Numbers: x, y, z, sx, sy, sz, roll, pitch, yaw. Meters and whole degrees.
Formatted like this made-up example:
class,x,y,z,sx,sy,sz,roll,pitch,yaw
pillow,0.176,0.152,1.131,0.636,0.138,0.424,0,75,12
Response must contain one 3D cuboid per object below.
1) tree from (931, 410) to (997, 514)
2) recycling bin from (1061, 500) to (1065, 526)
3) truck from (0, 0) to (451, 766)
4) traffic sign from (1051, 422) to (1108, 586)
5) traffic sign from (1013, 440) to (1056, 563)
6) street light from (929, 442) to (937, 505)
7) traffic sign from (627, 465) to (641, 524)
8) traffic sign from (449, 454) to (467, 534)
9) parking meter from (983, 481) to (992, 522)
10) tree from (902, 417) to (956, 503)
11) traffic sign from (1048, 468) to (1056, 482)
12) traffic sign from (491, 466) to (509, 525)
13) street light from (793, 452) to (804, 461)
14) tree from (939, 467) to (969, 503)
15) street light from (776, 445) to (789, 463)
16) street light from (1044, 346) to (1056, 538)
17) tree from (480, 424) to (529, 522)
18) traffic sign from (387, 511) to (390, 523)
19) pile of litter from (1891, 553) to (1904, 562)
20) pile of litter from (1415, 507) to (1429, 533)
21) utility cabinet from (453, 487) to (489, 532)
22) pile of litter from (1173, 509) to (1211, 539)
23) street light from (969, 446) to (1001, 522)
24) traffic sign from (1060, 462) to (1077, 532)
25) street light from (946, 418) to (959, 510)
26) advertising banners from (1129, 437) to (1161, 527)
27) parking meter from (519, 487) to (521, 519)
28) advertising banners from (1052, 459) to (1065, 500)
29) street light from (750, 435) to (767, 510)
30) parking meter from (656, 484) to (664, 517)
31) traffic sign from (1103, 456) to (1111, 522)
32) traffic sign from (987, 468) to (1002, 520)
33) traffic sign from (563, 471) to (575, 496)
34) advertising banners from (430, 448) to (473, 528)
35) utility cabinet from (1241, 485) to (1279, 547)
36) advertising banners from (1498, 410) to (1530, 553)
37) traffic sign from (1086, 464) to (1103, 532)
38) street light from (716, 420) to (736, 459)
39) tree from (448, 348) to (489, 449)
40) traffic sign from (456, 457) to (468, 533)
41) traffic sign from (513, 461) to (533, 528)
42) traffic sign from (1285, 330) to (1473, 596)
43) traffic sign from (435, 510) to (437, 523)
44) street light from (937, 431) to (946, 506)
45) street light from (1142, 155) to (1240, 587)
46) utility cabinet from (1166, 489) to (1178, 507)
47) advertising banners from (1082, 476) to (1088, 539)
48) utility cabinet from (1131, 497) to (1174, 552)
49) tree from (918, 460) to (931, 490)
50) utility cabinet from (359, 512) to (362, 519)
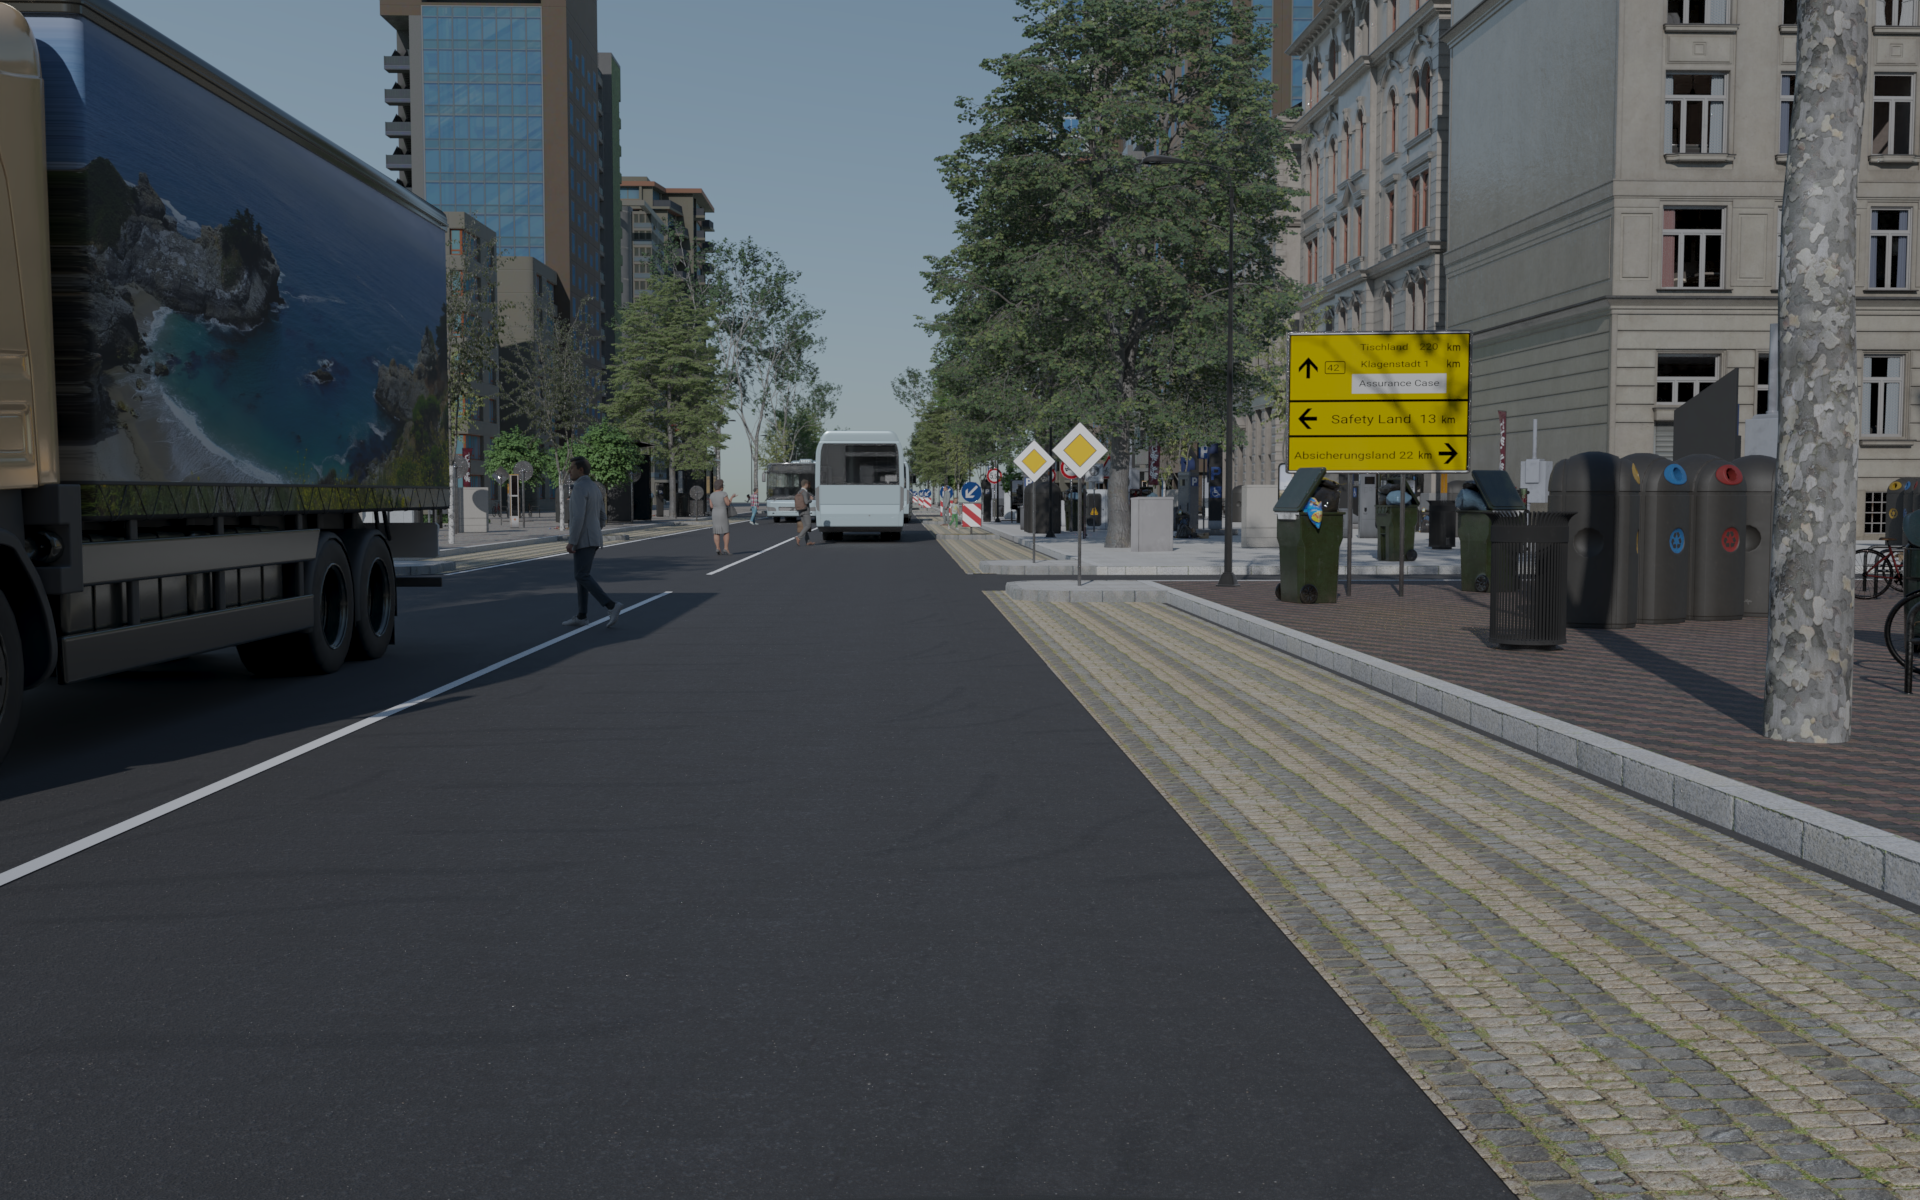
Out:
class,x,y,z,sx,sy,sz,roll,pitch,yaw
tree,1.216,-9.762,109.971,4.360,8.622,3.978,0,3,0
recycling bin,4.250,-3.448,68.926,0.722,1.027,0.722,-1,4,-21
truck,-6.060,-1.390,11.634,2.839,4.237,11.283,0,4,-2
traffic sign,1.666,-1.254,24.149,0.795,2.450,0.064,0,4,-2
traffic sign,1.372,-1.742,32.129,0.795,2.450,0.064,0,4,-2
street light,-1.797,-11.213,155.871,1.470,5.913,1.316,0,4,-2
traffic sign,-14.077,-4.541,74.350,0.768,2.556,0.104,0,4,1
traffic sign,-16.157,-3.383,55.421,0.768,2.556,0.104,0,4,0
parking meter,1.266,-4.499,79.263,0.399,1.863,0.255,0,4,3
tree,-4.469,-20.335,249.485,9.611,12.733,9.660,0,3,0
traffic sign,4.181,-5.023,82.236,0.768,2.556,0.104,0,4,-1
traffic sign,-18.751,-4.255,70.749,0.795,2.450,0.064,0,4,5
street light,-17.871,-13.396,191.563,1.470,5.913,1.316,0,4,-2
tree,-0.526,-11.579,173.031,4.285,4.588,4.351,0,3,0
street light,-16.738,-11.647,162.961,1.470,5.913,1.316,0,4,-2
street light,2.130,-4.794,50.923,1.470,5.913,1.316,0,4,-2
tree,-20.692,-5.952,81.033,4.285,4.588,4.351,0,3,0
traffic sign,-10.465,-1.717,31.714,0.795,2.450,0.064,0,4,-2
pile of litter,18.315,-1.159,32.909,1.719,0.858,1.176,-1,4,-21
pile of litter,15.755,-2.675,57.695,1.176,0.858,1.719,1,4,17
utility cabinet,-16.277,-2.985,57.479,1.173,1.500,0.318,-2,4,-28
pile of litter,6.689,-2.221,50.285,1.176,0.858,1.719,0,4,8
street light,1.165,-6.459,78.147,1.470,5.913,1.316,0,4,-2
traffic sign,3.775,-3.581,58.655,0.768,2.556,0.104,0,4,5
street light,0.066,-8.181,106.297,1.470,5.913,1.316,0,4,-2
advertising banners,5.385,-3.487,53.203,0.090,3.025,2.074,-3,5,-44
parking meter,-23.265,-5.206,90.824,0.399,1.863,0.255,-3,4,-36
advertising banners,4.904,-5.521,86.454,0.090,3.025,2.074,1,4,23
street light,-15.783,-9.981,135.737,1.470,5.913,1.316,0,4,-2
parking meter,-16.866,-5.599,97.255,0.399,1.863,0.255,-2,4,-32
traffic sign,5.035,-3.582,58.567,0.884,2.594,0.081,0,4,-1
traffic sign,1.687,-5.170,84.630,0.768,2.556,0.104,0,4,5
traffic sign,-17.013,-4.488,75.516,0.606,2.300,0.079,0,4,1
advertising banners,-19.047,-4.207,64.968,0.090,3.025,2.074,2,4,33
utility cabinet,7.313,-1.996,41.313,1.173,1.500,0.318,-1,4,-14
advertising banners,11.798,-2.494,36.969,0.090,3.025,2.074,3,4,36
traffic sign,4.522,-3.441,58.382,0.606,2.300,0.079,0,4,-2
street light,-14.666,-8.291,108.097,1.470,5.913,1.316,0,4,-2
tree,-25.183,-8.197,84.387,4.737,8.622,4.395,0,3,0
traffic sign,-16.514,-3.471,56.851,0.768,2.556,0.104,0,4,1
traffic sign,-16.701,-4.045,66.242,0.768,2.556,0.104,0,4,1
traffic sign,5.217,-1.700,21.666,2.265,3.308,0.079,0,4,7
traffic sign,-15.436,-3.118,50.979,0.884,2.594,0.081,0,4,1
street light,-0.750,-9.542,128.550,1.470,5.913,1.316,0,4,-2
street light,3.190,-3.142,23.918,1.470,5.913,1.316,0,4,-2
utility cabinet,10.266,-4.535,82.832,0.318,1.500,1.173,-1,4,-22
advertising banners,3.572,-3.274,49.711,0.090,3.025,2.074,0,4,7
utility cabinet,4.289,-1.685,38.710,1.020,1.237,0.306,-2,4,-34
tree,-3.040,-16.390,218.338,4.360,8.622,3.978,0,3,0
utility cabinet,-14.238,-1.909,39.899,1.173,1.500,0.318,-2,4,-28
